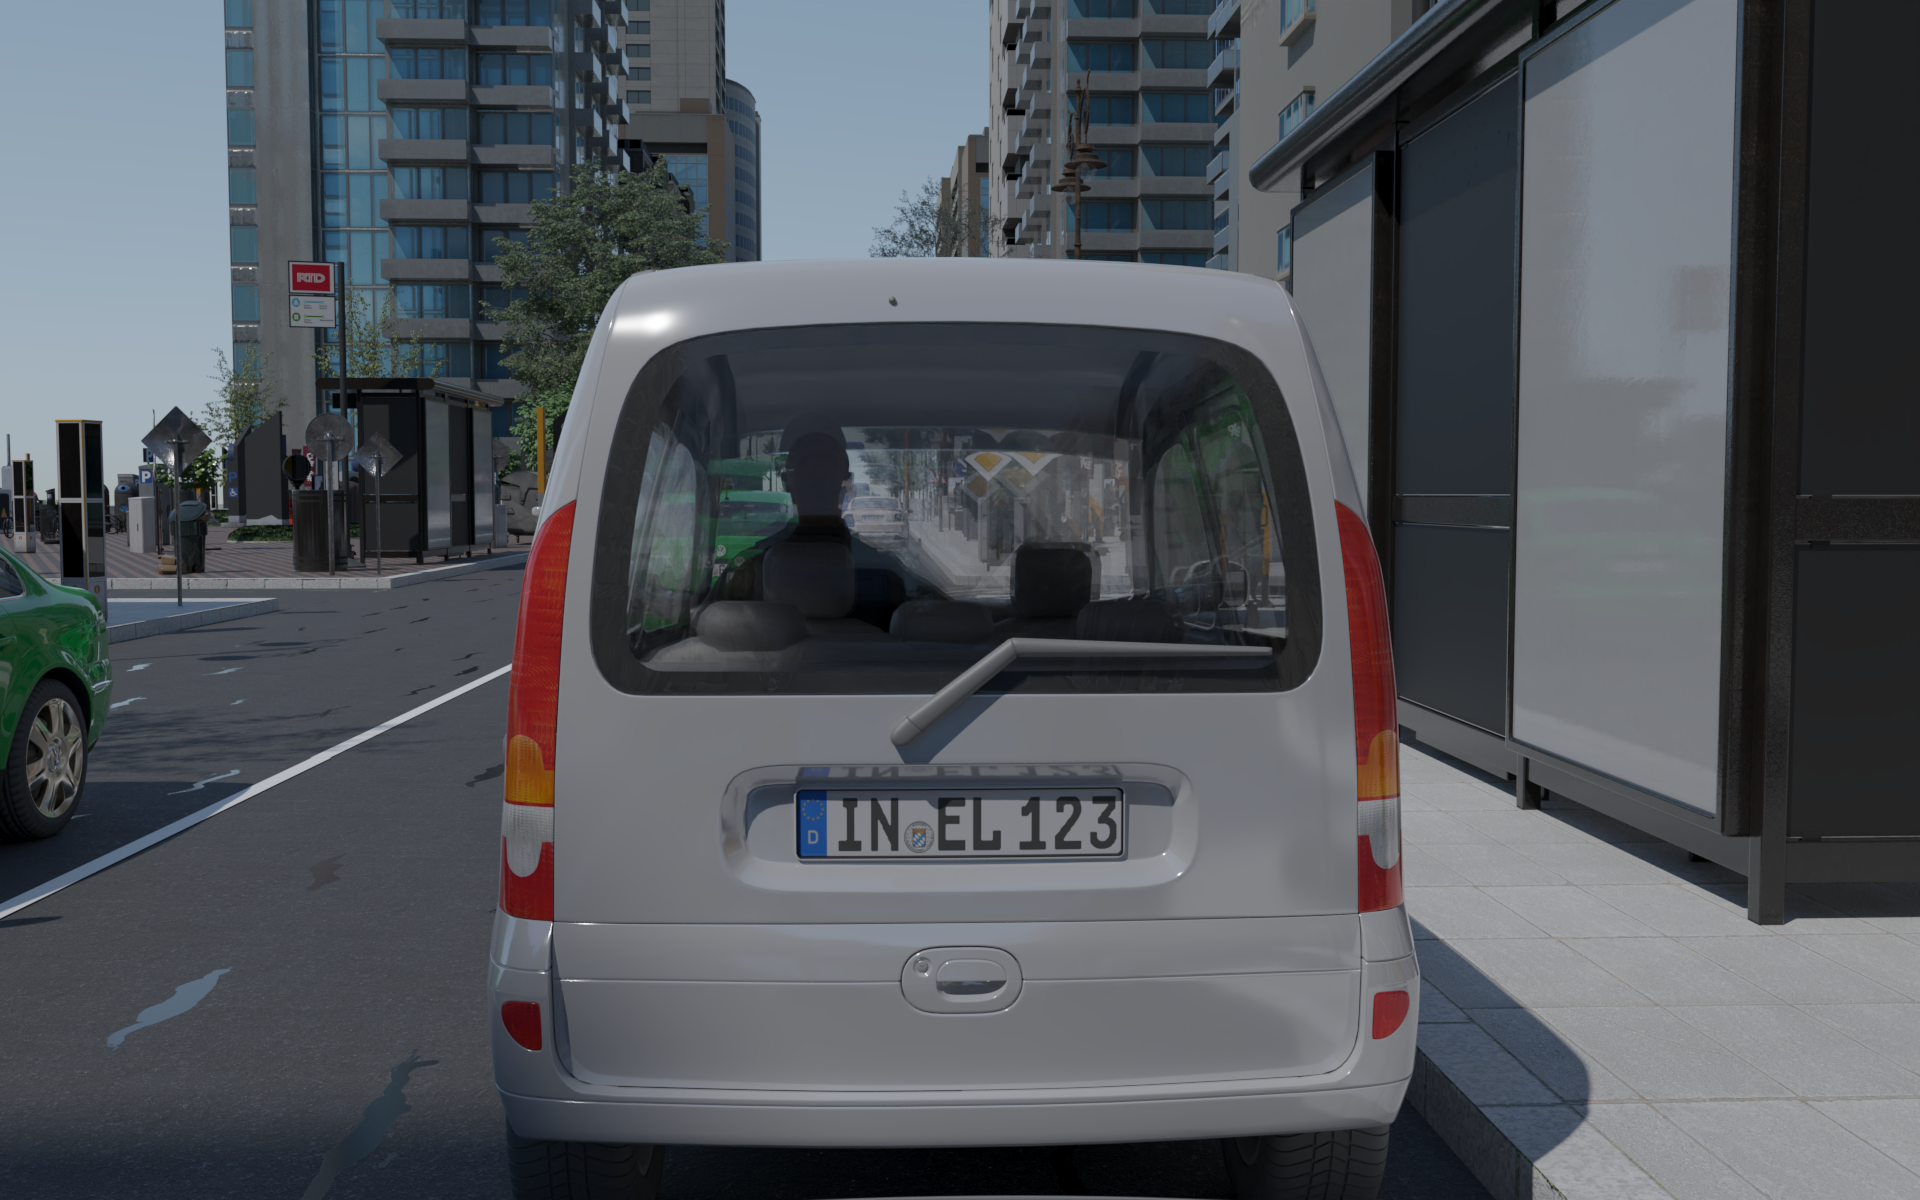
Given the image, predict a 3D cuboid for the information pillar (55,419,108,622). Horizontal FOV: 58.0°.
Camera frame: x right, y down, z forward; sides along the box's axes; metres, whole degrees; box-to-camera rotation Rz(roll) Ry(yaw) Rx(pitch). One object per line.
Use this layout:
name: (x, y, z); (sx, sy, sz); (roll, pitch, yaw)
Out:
information pillar: (-8.729, -0.779, 17.222); (0.304, 2.012, 0.304); (1, 4, 11)

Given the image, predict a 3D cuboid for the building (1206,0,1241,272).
building: (20.794, -47.229, 84.866); (22.319, 86.520, 31.000); (0, 4, -3)

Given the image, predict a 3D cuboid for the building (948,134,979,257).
building: (9.881, -37.080, 229.961); (21.300, 48.544, 21.600); (0, 4, -3)

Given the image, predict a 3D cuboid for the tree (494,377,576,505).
tree: (-11.033, -3.984, 48.855); (4.285, 4.588, 4.351); (0, 3, 0)

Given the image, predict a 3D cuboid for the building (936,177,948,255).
building: (7.583, -38.413, 251.761); (21.300, 48.544, 21.600); (0, 4, -3)

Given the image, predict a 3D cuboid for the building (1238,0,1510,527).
building: (18.919, -25.849, 46.326); (21.600, 48.544, 21.300); (0, 4, -3)

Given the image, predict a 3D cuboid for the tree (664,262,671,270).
tree: (-13.539, -10.216, 84.033); (9.611, 12.733, 9.660); (0, 3, 0)

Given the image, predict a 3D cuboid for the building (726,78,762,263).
building: (-39.091, -42.815, 242.027); (21.231, 58.520, 28.212); (0, 4, -3)

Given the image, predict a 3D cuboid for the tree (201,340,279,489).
tree: (-34.493, -8.132, 83.322); (4.737, 8.622, 4.395); (0, 3, 0)

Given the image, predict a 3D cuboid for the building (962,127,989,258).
building: (7.486, -34.365, 211.973); (14.600, 45.320, 14.200); (0, 4, -3)

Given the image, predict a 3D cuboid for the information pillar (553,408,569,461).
information pillar: (-10.561, -3.349, 46.113); (0.504, 3.616, 0.183); (-1, 4, -10)

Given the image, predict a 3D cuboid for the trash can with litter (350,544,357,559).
trash can with litter: (-12.315, -1.380, 33.946); (0.624, 1.170, 1.055); (0, 4, 8)

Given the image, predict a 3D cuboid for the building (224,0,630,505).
building: (-34.571, -30.400, 116.655); (23.786, 49.044, 30.456); (0, 4, -3)

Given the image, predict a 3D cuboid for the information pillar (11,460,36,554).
information pillar: (-20.240, -2.016, 37.450); (0.304, 2.012, 0.304); (1, 4, 9)

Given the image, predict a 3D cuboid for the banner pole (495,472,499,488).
banner pole: (-22.367, -5.662, 82.590); (0.863, 3.779, 0.401); (1, 4, 15)

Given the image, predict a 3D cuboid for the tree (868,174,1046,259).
tree: (-0.265, -9.559, 66.668); (12.009, 13.543, 11.850); (0, 3, 0)

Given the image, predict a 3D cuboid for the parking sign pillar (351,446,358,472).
parking sign pillar: (-33.312, -6.558, 95.698); (1.447, 3.967, 1.447); (-1, 4, -23)

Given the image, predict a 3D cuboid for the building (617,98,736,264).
building: (-33.362, -33.628, 199.921); (14.600, 45.320, 14.200); (0, 4, -3)

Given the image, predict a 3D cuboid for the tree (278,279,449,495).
tree: (-20.169, -6.708, 60.037); (4.737, 8.622, 4.395); (0, 3, 0)

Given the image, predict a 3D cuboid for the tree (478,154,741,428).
tree: (-12.483, -9.637, 64.213); (9.857, 13.997, 8.962); (0, 3, 0)

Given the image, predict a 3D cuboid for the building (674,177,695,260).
building: (-31.336, -23.433, 154.831); (14.160, 30.474, 14.107); (0, 4, -3)

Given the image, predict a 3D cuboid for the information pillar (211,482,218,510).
information pillar: (-43.669, -5.929, 101.438); (0.304, 2.012, 0.304); (0, 4, -2)

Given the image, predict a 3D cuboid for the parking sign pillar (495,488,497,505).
parking sign pillar: (-24.010, -6.032, 87.091); (1.447, 3.967, 1.447); (0, 4, -8)

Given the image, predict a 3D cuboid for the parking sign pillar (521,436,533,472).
parking sign pillar: (-12.908, -3.989, 53.697); (1.447, 3.967, 1.447); (0, 4, 3)

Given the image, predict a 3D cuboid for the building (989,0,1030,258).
building: (16.866, -34.784, 157.953); (28.713, 52.752, 27.495); (0, 4, -3)

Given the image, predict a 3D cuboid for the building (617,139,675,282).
building: (-31.362, -22.564, 140.621); (14.160, 30.474, 14.107); (0, 4, -3)

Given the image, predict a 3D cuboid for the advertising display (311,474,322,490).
advertising display: (-21.119, -3.191, 57.383); (0.123, 1.923, 0.974); (1, 4, 16)

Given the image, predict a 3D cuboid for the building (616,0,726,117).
building: (-37.663, -47.641, 217.179); (20.563, 71.187, 20.611); (0, 4, -3)

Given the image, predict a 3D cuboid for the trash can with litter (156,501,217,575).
trash can with litter: (-12.501, -1.013, 27.948); (0.624, 1.170, 1.055); (0, 4, 1)

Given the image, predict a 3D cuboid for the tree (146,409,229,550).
tree: (-17.550, -2.763, 39.770); (1.663, 3.219, 1.824); (0, 3, 0)

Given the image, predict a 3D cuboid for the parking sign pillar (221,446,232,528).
parking sign pillar: (-27.446, -4.744, 66.029); (1.447, 3.967, 1.447); (0, 4, 1)

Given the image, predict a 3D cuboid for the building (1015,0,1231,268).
building: (15.840, -31.143, 128.792); (23.786, 49.044, 30.456); (0, 4, -3)

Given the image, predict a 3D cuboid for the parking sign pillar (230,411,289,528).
parking sign pillar: (-22.566, -4.154, 56.384); (1.447, 3.967, 1.447); (1, 4, 13)
